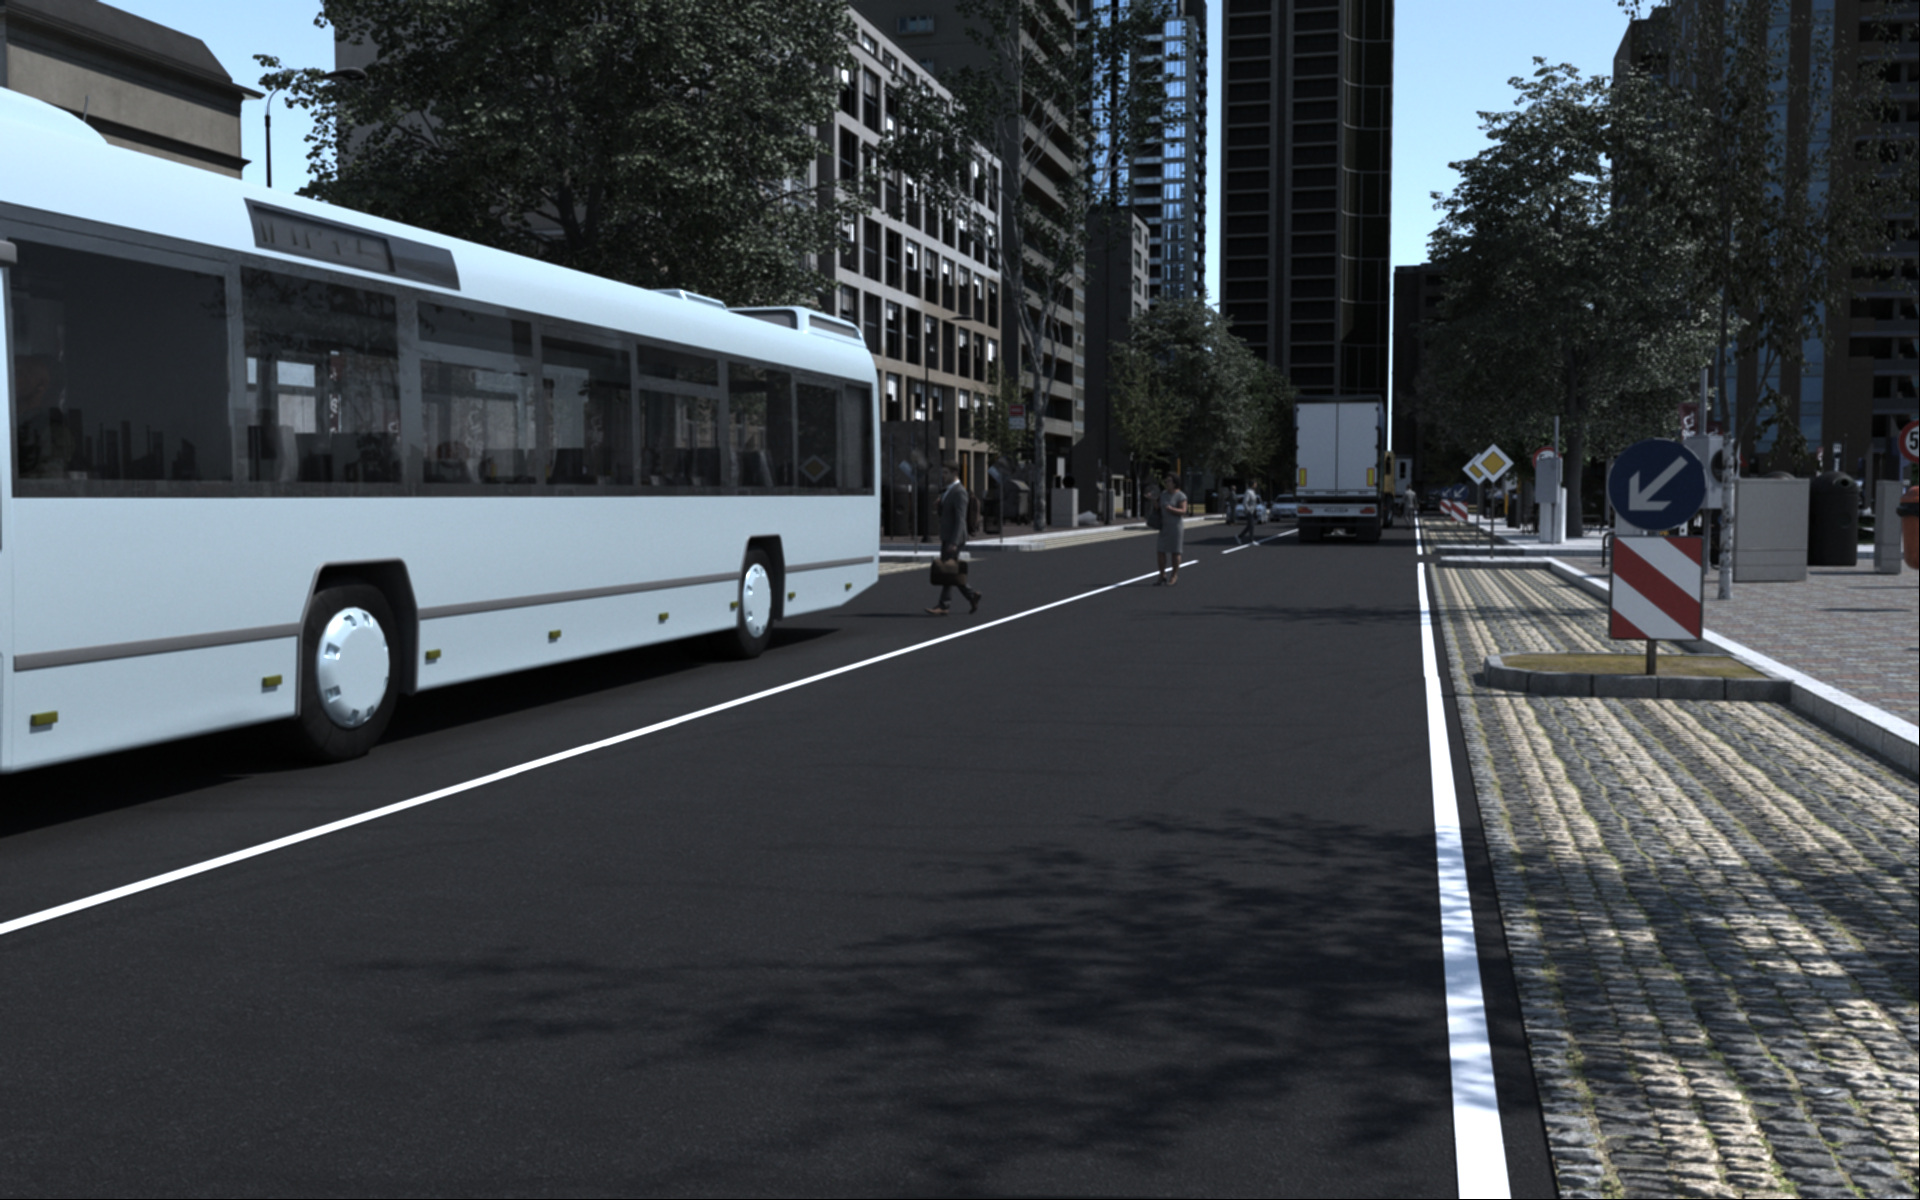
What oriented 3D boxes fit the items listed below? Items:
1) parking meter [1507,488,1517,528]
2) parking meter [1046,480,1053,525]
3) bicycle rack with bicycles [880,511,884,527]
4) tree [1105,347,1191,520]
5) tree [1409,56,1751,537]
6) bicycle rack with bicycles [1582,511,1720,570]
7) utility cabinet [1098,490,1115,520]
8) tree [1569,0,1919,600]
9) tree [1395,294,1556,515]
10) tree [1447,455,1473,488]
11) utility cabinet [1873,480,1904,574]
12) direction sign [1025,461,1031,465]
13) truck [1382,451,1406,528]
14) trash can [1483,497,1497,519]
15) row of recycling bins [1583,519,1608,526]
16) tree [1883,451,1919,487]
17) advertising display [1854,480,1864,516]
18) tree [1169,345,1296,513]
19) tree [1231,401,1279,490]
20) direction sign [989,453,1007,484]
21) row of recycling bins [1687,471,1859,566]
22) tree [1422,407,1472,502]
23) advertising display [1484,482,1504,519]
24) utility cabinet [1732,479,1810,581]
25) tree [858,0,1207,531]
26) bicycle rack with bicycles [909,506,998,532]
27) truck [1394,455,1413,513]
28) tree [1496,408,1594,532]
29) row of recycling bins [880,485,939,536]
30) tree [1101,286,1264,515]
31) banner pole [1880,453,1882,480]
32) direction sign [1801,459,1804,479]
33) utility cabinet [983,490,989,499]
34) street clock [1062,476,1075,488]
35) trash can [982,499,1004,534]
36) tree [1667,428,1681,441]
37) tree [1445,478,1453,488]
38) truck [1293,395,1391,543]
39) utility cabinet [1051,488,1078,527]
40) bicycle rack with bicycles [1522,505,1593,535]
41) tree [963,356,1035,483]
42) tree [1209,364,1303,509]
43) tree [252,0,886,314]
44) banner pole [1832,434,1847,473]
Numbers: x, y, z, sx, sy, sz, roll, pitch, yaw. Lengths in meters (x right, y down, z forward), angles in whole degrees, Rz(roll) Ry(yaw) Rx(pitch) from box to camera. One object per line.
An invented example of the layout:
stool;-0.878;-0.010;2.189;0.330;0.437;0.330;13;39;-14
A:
parking meter;21.037;-3.518;65.931;0.372;1.533;0.369;0;3;0
parking meter;3.746;-4.028;71.571;0.255;1.863;0.399;-1;4;-16
bicycle rack with bicycles;-2.993;-3.242;66.389;2.925;0.926;2.852;1;4;12
tree;9.009;-8.291;85.927;4.737;8.622;4.395;0;3;0
tree;18.391;-8.848;51.328;9.857;13.997;8.962;0;3;0
bicycle rack with bicycles;12.382;-1.000;29.730;2.852;0.926;2.925;-1;4;-13
utility cabinet;6.949;-4.636;84.477;1.173;1.500;0.318;1;4;16
tree;9.496;-4.300;20.667;4.360;8.622;3.978;0;3;0
tree;31.523;-11.879;104.597;12.009;13.543;11.850;0;3;0
tree;46.068;-12.768;159.123;4.737;8.622;4.395;0;3;0
utility cabinet;15.025;-1.182;28.007;0.318;1.500;1.173;1;4;23
direction sign;4.836;-7.767;118.990;0.876;3.537;0.379;3;5;41
truck;17.799;-4.927;76.477;3.469;3.379;9.791;1;4;16
trash can;27.257;-4.740;89.155;0.748;1.137;0.748;0;3;0
row of recycling bins;25.516;-3.928;71.341;1.069;1.692;3.534;-3;4;-36
tree;43.557;-5.762;77.919;4.285;4.588;4.351;0;3;0
advertising display;40.376;-4.469;78.277;0.974;1.923;0.123;-1;4;-15
tree;17.756;-11.764;118.098;9.928;11.665;9.643;0;3;0
tree;22.570;-11.294;135.026;4.737;8.622;4.395;0;3;0
direction sign;2.173;-6.305;95.089;0.876;3.537;0.379;-1;4;-16
row of recycling bins;14.390;-1.498;31.599;3.534;1.692;1.069;1;4;20
tree;51.172;-15.882;177.789;7.486;12.596;7.792;0;3;0
advertising display;27.690;-5.174;89.809;0.974;1.923;0.123;0;4;2
utility cabinet;11.757;-1.015;25.279;1.173;1.500;0.318;-1;4;-12
tree;1.350;-12.433;59.168;12.611;20.169;13.585;0;3;0
bicycle rack with bicycles;-0.562;-2.798;59.123;2.852;0.926;2.925;-1;4;-16
truck;32.993;-8.719;131.463;2.839;4.237;11.283;1;4;14
tree;19.723;-4.584;58.667;4.285;4.588;4.351;0;3;0
row of recycling bins;-2.355;-2.795;52.811;3.534;1.692;1.069;-1;4;-17
tree;13.595;-12.171;105.649;9.857;13.997;8.962;0;3;0
banner pole;56.012;-7.060;105.449;0.401;3.779;0.863;2;4;29
direction sign;48.175;-6.552;99.121;0.379;3.537;0.876;1;4;21
utility cabinet;1.980;-5.971;106.311;1.173;1.500;0.318;0;4;-2
street clock;4.279;-3.900;68.330;0.471;2.002;0.358;0;4;-8
trash can;1.050;-2.669;55.287;0.748;1.137;0.748;0;3;0
tree;34.917;-6.208;85.212;4.285;4.588;4.351;0;3;0
tree;52.806;-11.678;185.542;1.663;3.219;1.824;0;3;0
truck;12.076;-4.015;54.553;2.839;4.237;11.283;1;4;14
utility cabinet;4.017;-3.530;66.387;0.318;1.500;1.173;-3;5;-41
bicycle rack with bicycles;18.933;-2.546;55.012;2.852;0.926;2.925;3;5;43
tree;2.427;-8.639;91.611;4.737;8.622;4.395;0;3;0
tree;26.440;-14.274;150.387;9.611;12.733;9.660;0;3;0
tree;-6.088;-7.455;28.547;9.857;13.997;8.962;0;3;0
banner pole;36.746;-5.037;72.368;0.863;3.779;0.401;-1;4;-17
